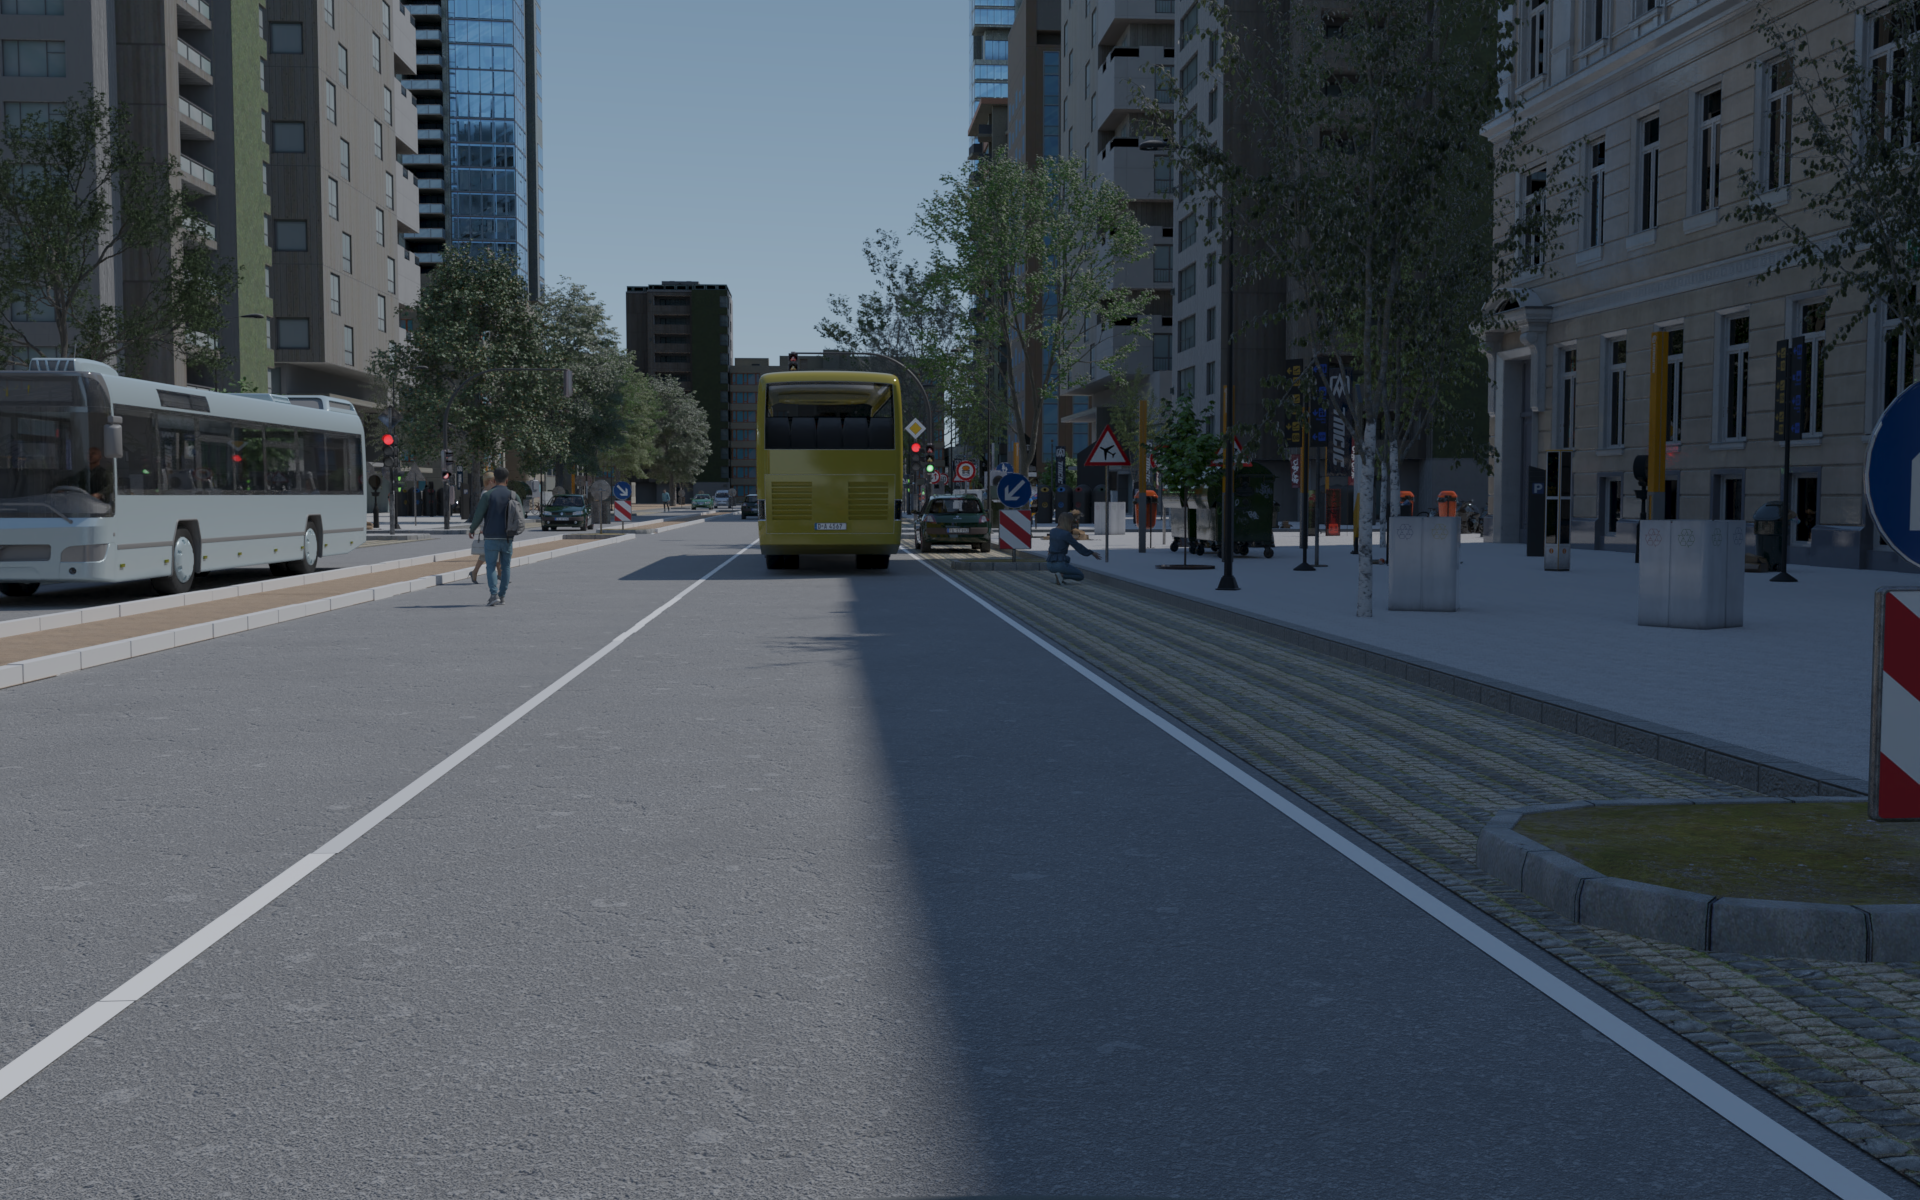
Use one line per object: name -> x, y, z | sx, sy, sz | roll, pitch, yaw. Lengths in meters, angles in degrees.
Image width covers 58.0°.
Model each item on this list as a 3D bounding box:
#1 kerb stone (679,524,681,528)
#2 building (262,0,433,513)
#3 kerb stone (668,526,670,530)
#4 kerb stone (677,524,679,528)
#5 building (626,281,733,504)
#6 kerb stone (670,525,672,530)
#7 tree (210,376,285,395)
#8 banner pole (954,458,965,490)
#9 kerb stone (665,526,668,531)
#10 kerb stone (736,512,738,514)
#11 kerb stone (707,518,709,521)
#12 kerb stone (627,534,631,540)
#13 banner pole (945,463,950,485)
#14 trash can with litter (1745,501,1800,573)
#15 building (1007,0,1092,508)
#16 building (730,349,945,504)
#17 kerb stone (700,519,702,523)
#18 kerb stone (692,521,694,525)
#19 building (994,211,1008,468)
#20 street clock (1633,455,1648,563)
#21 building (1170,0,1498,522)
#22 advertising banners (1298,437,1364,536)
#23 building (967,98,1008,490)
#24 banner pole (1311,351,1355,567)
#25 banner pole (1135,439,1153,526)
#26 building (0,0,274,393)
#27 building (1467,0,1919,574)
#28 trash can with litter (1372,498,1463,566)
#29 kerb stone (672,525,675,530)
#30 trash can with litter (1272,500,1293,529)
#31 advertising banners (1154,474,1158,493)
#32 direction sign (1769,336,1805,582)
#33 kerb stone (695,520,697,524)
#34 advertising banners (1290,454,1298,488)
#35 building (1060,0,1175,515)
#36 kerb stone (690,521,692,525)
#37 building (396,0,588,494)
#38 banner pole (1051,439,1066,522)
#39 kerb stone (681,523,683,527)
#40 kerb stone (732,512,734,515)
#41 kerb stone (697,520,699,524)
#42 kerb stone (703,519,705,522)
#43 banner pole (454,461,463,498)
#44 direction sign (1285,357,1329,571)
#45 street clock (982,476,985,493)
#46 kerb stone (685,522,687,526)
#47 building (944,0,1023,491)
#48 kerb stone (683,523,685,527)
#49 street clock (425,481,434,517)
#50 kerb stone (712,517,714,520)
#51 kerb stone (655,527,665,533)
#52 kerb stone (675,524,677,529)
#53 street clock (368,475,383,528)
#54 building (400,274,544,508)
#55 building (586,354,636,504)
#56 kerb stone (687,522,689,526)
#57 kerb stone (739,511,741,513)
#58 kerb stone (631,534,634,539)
kerb stone -> -11.866, -3.070, 72.390 | 0.120, 0.150, 1.000 | 0, 4, -5
building -> -49.876, -31.702, 107.561 | 28.713, 52.752, 27.495 | 0, 4, -5
kerb stone -> -11.467, -2.756, 67.264 | 0.120, 0.150, 1.000 | 0, 4, -5
kerb stone -> -11.785, -3.007, 71.363 | 0.120, 0.150, 1.000 | 0, 4, -5
building -> -38.377, -28.520, 237.994 | 14.107, 30.474, 14.160 | 0, 4, -5
kerb stone -> -11.543, -2.817, 68.294 | 0.120, 0.150, 1.000 | 0, 4, -5
tree -> -19.886, -3.936, 48.072 | 4.285, 4.588, 4.351 | 0, 3, 0
banner pole -> 0.031, -7.117, 106.388 | 0.863, 3.779, 0.401 | 0, 4, 1
kerb stone -> -11.377, -2.690, 66.246 | 0.120, 0.150, 1.000 | 0, 4, -5
kerb stone -> -15.706, -6.007, 120.414 | 0.120, 0.150, 1.000 | 0, 4, -5
kerb stone -> -13.262, -4.134, 89.787 | 0.120, 0.150, 1.000 | 0, 4, -5
kerb stone -> -10.353, -1.911, 53.440 | 0.120, 0.150, 1.000 | 0, 4, -5
banner pole -> -0.977, -9.133, 139.339 | 0.401, 3.779, 0.863 | 2, 4, 33
trash can with litter -> 13.291, -1.046, 28.482 | 1.055, 1.170, 0.624 | -3, 5, -41
building -> 11.851, -30.821, 154.038 | 14.600, 45.320, 14.200 | 0, 4, -5
building -> -17.552, -24.622, 247.614 | 28.899, 21.520, 27.650 | 0, 4, -5
kerb stone -> -12.846, -3.819, 84.675 | 0.120, 0.150, 1.000 | 0, 4, -5
kerb stone -> -12.436, -3.506, 79.544 | 0.120, 0.150, 1.000 | 0, 4, -5
building -> 10.115, -24.292, 168.867 | 14.160, 30.474, 14.107 | 0, 4, -5
street clock -> 12.664, -1.683, 32.093 | 0.471, 2.002, 0.358 | -3, 5, -44
building -> 18.413, -19.057, 83.283 | 14.107, 30.474, 14.160 | 0, 4, -5
advertising banners -> 11.378, -3.469, 52.901 | 2.074, 3.025, 0.090 | -1, 4, -15
building -> 12.306, -32.787, 190.684 | 22.147, 44.769, 28.867 | 0, 4, -5
banner pole -> 6.493, -2.468, 30.362 | 0.863, 3.779, 0.401 | 2, 4, 35
banner pole -> 7.449, -4.882, 69.841 | 0.863, 3.779, 0.401 | 3, 5, 43
building -> -40.695, -24.143, 78.339 | 14.154, 41.232, 14.086 | 0, 4, -5
building -> 20.894, -15.298, 36.030 | 13.634, 28.700, 20.117 | 0, 4, -5
trash can with litter -> 8.418, -1.261, 31.682 | 2.233, 1.210, 1.678 | -2, 4, -24
kerb stone -> -11.624, -2.882, 69.313 | 0.120, 0.150, 1.000 | 0, 4, -5
trash can with litter -> 11.814, -3.246, 64.465 | 1.055, 1.170, 0.624 | -1, 4, -16
advertising banners -> 10.048, -5.725, 89.798 | 0.090, 3.025, 2.074 | 1, 4, 21
direction sign -> 12.076, -2.036, 25.286 | 0.379, 3.537, 0.876 | 0, 4, 2
kerb stone -> -12.610, -3.633, 81.611 | 0.120, 0.150, 1.000 | 0, 4, -5
advertising banners -> 15.309, -4.842, 75.357 | 2.074, 3.025, 0.090 | 2, 4, 29
building -> 21.865, -32.271, 116.873 | 28.713, 52.752, 27.495 | 0, 4, -5
kerb stone -> -12.361, -3.445, 78.521 | 0.120, 0.150, 1.000 | 0, 4, -5
building -> -57.931, -53.489, 187.212 | 31.000, 86.520, 22.319 | 0, 4, -5
banner pole -> 4.450, -5.469, 79.430 | 0.863, 3.779, 0.401 | 0, 4, -4
kerb stone -> -11.950, -3.128, 73.409 | 0.120, 0.150, 1.000 | 0, 4, -5
kerb stone -> -15.300, -5.690, 115.314 | 0.120, 0.150, 1.000 | 0, 4, -5
kerb stone -> -12.688, -3.697, 82.634 | 0.120, 0.150, 1.000 | 0, 4, -5
kerb stone -> -13.010, -3.947, 86.722 | 0.120, 0.150, 1.000 | 0, 4, -5
banner pole -> -37.528, -8.530, 129.488 | 0.863, 3.779, 0.401 | -3, 4, -38
direction sign -> 5.777, -2.259, 28.926 | 0.379, 3.537, 0.876 | -3, 5, -41
street clock -> 1.097, -4.017, 70.249 | 0.358, 2.002, 0.471 | 2, 4, 34
kerb stone -> -12.115, -3.255, 75.461 | 0.120, 0.150, 1.000 | 0, 4, -5
building -> 13.133, -56.996, 244.558 | 31.000, 86.520, 22.319 | 0, 4, -5
kerb stone -> -12.030, -3.189, 74.437 | 0.120, 0.150, 1.000 | 0, 4, -5
street clock -> -29.692, -5.670, 97.269 | 0.358, 2.002, 0.471 | -1, 4, -23
kerb stone -> -13.588, -4.383, 93.880 | 0.120, 0.150, 1.000 | 0, 4, -5
kerb stone -> -11.294, -2.631, 65.221 | 0.120, 0.150, 1.000 | 0, 4, -5
kerb stone -> -11.706, -2.943, 70.332 | 0.120, 0.150, 1.000 | 0, 4, -5
street clock -> -21.978, -3.706, 65.155 | 0.471, 2.002, 0.358 | 0, 4, -3
building -> -52.441, -18.638, 149.777 | 27.650, 21.520, 28.899 | 0, 4, -5
building -> -60.849, -24.380, 243.647 | 28.899, 21.520, 27.650 | 0, 4, -5
kerb stone -> -12.191, -3.320, 76.481 | 0.120, 0.150, 1.000 | 0, 4, -5
kerb stone -> -16.040, -6.258, 124.508 | 0.120, 0.150, 1.000 | 0, 4, -5
kerb stone -> -10.436, -1.973, 54.459 | 0.120, 0.150, 1.000 | 0, 4, -5
